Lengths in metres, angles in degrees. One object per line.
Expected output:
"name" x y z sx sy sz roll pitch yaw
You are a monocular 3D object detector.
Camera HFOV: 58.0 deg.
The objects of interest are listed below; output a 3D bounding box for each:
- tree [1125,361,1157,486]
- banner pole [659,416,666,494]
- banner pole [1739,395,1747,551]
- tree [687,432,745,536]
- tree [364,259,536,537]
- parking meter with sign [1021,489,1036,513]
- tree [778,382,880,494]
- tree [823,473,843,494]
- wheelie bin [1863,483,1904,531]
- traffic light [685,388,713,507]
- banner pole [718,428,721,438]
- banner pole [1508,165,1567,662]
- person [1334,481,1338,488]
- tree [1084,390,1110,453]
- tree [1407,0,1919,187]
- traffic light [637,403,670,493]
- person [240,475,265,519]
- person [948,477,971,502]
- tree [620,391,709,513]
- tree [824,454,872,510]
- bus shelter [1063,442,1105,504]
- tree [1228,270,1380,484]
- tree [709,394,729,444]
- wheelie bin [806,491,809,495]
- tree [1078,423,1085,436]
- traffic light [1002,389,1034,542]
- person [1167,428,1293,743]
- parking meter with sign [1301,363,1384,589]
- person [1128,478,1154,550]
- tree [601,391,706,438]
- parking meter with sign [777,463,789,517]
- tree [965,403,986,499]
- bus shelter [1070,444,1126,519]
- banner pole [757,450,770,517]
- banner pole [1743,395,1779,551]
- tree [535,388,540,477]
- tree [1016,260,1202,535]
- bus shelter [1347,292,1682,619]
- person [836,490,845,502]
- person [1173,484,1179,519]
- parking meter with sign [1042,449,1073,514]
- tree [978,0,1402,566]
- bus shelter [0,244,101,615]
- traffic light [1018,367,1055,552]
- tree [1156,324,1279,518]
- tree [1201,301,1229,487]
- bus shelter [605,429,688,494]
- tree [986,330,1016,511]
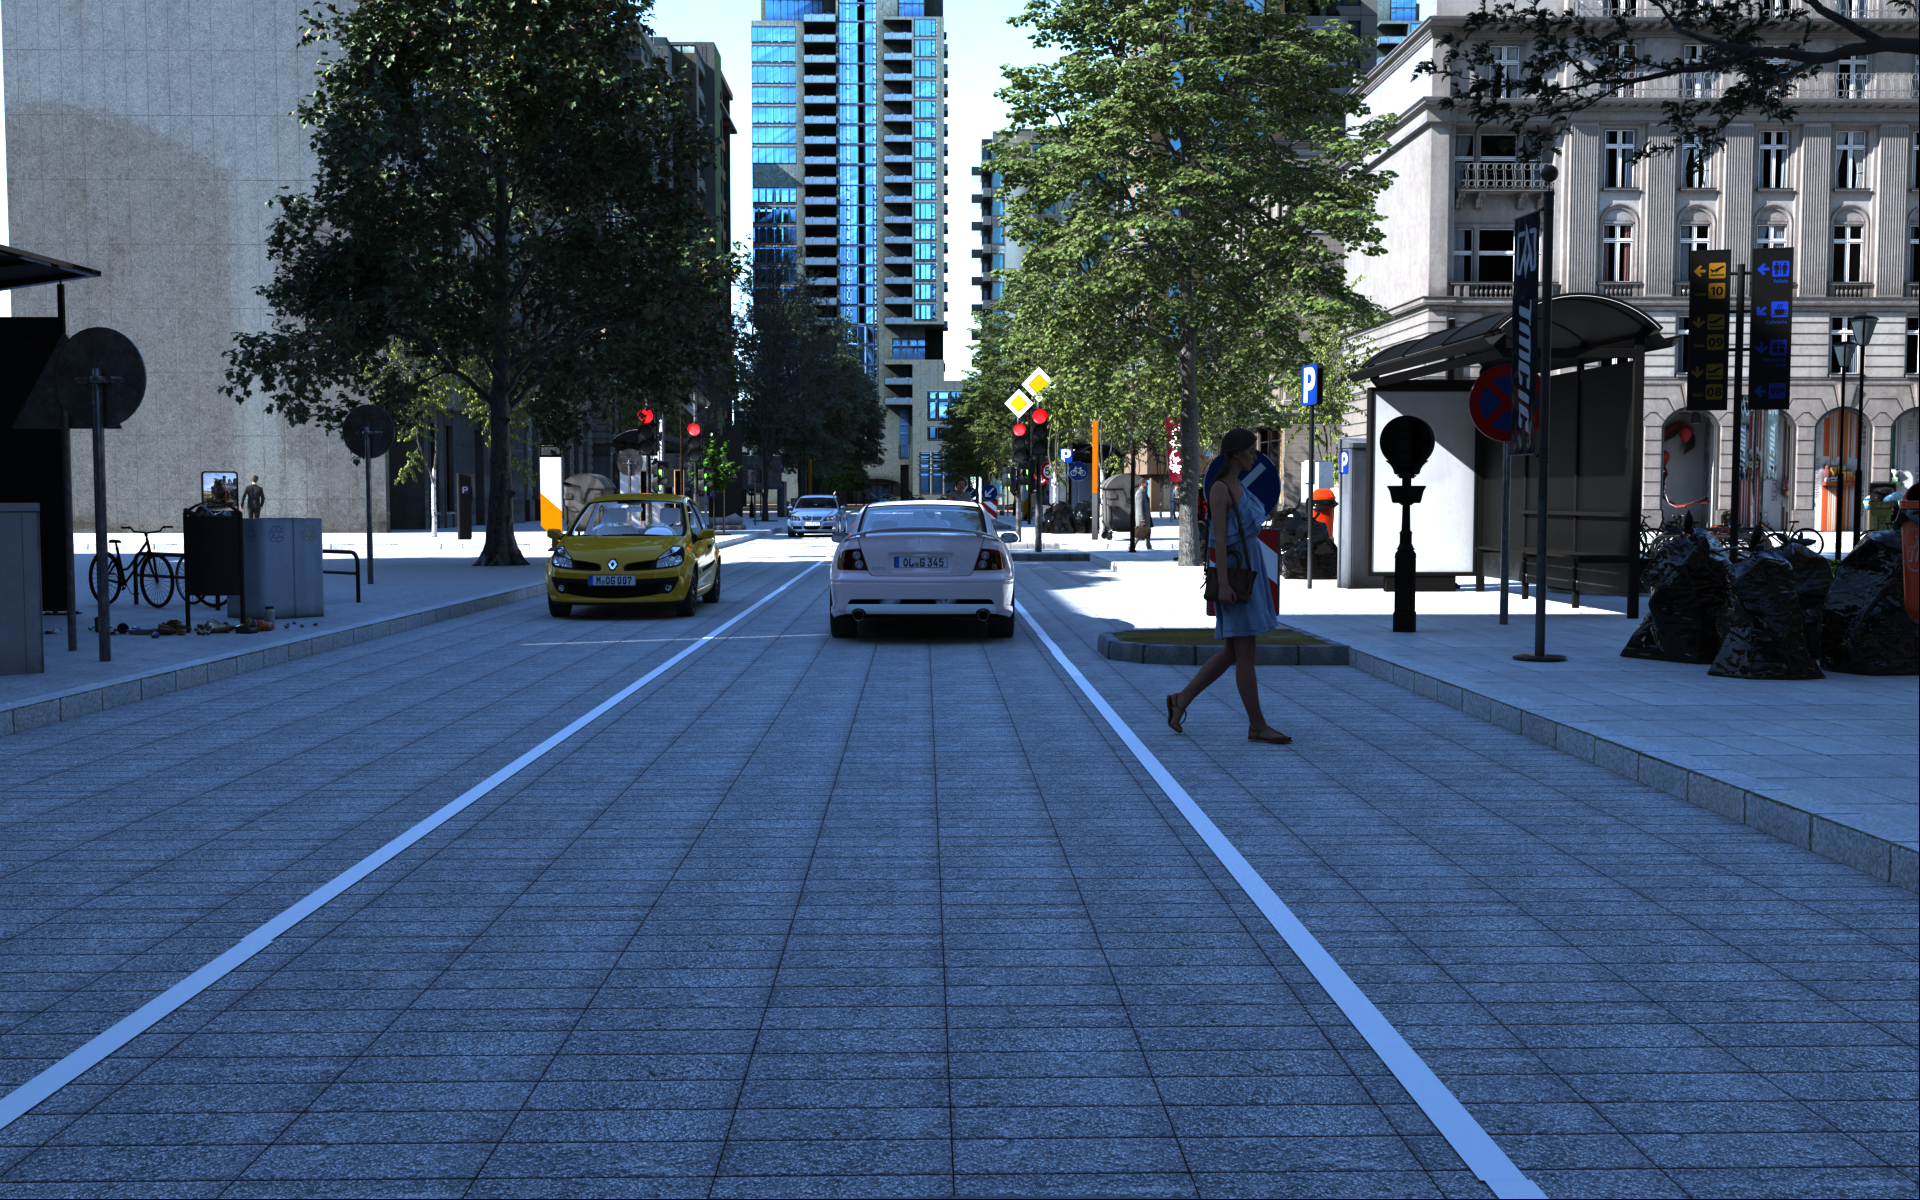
"tree" 11.139 -8.187 84.224 4.360 8.622 3.978 0 3 0
"banner pole" -8.312 -3.568 48.358 0.401 3.779 0.863 -1 4 -22
"banner pole" 17.460 -2.961 38.434 0.863 3.779 0.401 -2 4 -26
"tree" -7.726 -3.633 53.994 1.663 3.219 1.824 0 3 0
"tree" -15.837 -6.165 51.156 4.737 8.622 4.395 0 3 0
"parking meter with sign" 4.835 -7.524 119.273 1.738 3.016 0.543 0 4 -3
"tree" -9.477 -11.401 120.823 7.601 10.594 8.767 1 4 18
"tree" -9.769 -8.450 132.757 1.663 3.219 1.824 0 3 0
"wheelie bin" 25.412 -2.432 47.675 0.980 1.594 0.693 2 4 27
"traffic light" -7.009 -3.497 46.090 0.839 4.253 0.868 0 4 -1
"banner pole" -9.165 -4.643 65.937 0.401 3.779 0.863 -1 4 -12
"banner pole" 4.465 -1.438 13.521 0.401 3.779 0.863 0 4 -5
"person" 13.680 -3.477 63.079 0.728 1.800 0.709 -3 5 -41
"tree" 9.961 -9.178 100.425 4.360 8.622 3.978 0 3 0
"tree" 5.287 -4.512 8.177 8.767 10.594 7.601 1 4 13
"traffic light" -6.838 -3.008 38.107 0.839 4.253 0.868 0 4 -1
"person" -21.149 -2.815 51.847 0.659 1.850 0.755 -1 4 -15
"person" -0.054 -1.636 35.604 0.716 1.782 0.532 -2 4 -24
"tree" -16.115 -8.604 91.032 4.360 8.622 3.978 0 3 0
"tree" -9.575 -9.704 142.377 4.285 4.588 4.351 0 3 0
"bus shelter" 5.885 -5.528 81.662 1.731 3.624 6.357 0 4 -1
"tree" 11.727 -6.454 55.892 4.737 8.622 4.395 0 3 0
"tree" -17.531 -10.307 118.887 4.360 8.622 3.978 0 3 0
"wheelie bin" -10.328 -6.547 114.957 0.693 1.594 0.980 -1 4 -19
"tree" 9.044 -9.512 105.889 4.360 8.622 3.978 0 3 0
"traffic light" 1.550 -3.509 46.289 0.839 4.253 0.868 0 4 -1
"person" 1.545 -0.088 10.031 0.778 1.811 0.616 2 4 28
"parking meter with sign" 5.549 -1.668 23.532 1.738 3.016 0.543 -1 4 -11
"person" 4.424 -2.021 41.648 0.767 1.812 0.694 0 4 7
"tree" -12.564 -7.341 70.389 4.737 8.622 4.395 0 3 0
"parking meter with sign" -9.956 -6.166 97.082 0.543 3.016 1.738 0 4 7
"tree" 2.661 -9.905 112.304 4.737 8.622 4.395 0 3 0
"bus shelter" 5.575 -4.781 72.098 2.014 3.302 5.546 0 4 -1
"banner pole" -11.076 -6.604 97.986 0.863 3.779 0.401 -3 4 -36
"banner pole" 17.428 -2.896 37.362 0.863 3.779 0.401 -3 4 -36
"tree" -15.729 -6.628 58.730 4.737 8.622 4.395 0 3 0
"tree" 4.662 -6.314 53.604 4.737 8.622 4.395 0 3 0
"bus shelter" 6.171 -1.606 20.187 2.014 3.302 5.546 0 4 -1
"person" -10.574 -8.849 151.442 1.217 1.743 0.721 -3 5 -40
"person" 11.092 -5.012 88.194 0.606 1.804 0.583 -3 5 -44
"parking meter with sign" 3.685 -4.248 65.713 0.543 3.016 1.738 2 4 28
"tree" 3.905 -6.851 30.137 7.486 12.596 7.792 0 3 0
"bus shelter" -9.857 -1.468 15.291 1.731 3.624 6.357 0 4 -1
"traffic light" 1.721 -3.020 38.306 0.839 4.253 0.868 0 4 -1
"tree" 10.972 -7.296 69.646 4.360 8.622 3.978 0 3 0
"tree" 8.822 -6.910 63.345 4.737 8.622 4.395 0 3 0
"bus shelter" -10.020 -3.823 56.422 2.014 3.302 5.546 0 4 -1
"tree" 3.545 -6.724 60.297 4.737 8.622 4.395 0 3 0
